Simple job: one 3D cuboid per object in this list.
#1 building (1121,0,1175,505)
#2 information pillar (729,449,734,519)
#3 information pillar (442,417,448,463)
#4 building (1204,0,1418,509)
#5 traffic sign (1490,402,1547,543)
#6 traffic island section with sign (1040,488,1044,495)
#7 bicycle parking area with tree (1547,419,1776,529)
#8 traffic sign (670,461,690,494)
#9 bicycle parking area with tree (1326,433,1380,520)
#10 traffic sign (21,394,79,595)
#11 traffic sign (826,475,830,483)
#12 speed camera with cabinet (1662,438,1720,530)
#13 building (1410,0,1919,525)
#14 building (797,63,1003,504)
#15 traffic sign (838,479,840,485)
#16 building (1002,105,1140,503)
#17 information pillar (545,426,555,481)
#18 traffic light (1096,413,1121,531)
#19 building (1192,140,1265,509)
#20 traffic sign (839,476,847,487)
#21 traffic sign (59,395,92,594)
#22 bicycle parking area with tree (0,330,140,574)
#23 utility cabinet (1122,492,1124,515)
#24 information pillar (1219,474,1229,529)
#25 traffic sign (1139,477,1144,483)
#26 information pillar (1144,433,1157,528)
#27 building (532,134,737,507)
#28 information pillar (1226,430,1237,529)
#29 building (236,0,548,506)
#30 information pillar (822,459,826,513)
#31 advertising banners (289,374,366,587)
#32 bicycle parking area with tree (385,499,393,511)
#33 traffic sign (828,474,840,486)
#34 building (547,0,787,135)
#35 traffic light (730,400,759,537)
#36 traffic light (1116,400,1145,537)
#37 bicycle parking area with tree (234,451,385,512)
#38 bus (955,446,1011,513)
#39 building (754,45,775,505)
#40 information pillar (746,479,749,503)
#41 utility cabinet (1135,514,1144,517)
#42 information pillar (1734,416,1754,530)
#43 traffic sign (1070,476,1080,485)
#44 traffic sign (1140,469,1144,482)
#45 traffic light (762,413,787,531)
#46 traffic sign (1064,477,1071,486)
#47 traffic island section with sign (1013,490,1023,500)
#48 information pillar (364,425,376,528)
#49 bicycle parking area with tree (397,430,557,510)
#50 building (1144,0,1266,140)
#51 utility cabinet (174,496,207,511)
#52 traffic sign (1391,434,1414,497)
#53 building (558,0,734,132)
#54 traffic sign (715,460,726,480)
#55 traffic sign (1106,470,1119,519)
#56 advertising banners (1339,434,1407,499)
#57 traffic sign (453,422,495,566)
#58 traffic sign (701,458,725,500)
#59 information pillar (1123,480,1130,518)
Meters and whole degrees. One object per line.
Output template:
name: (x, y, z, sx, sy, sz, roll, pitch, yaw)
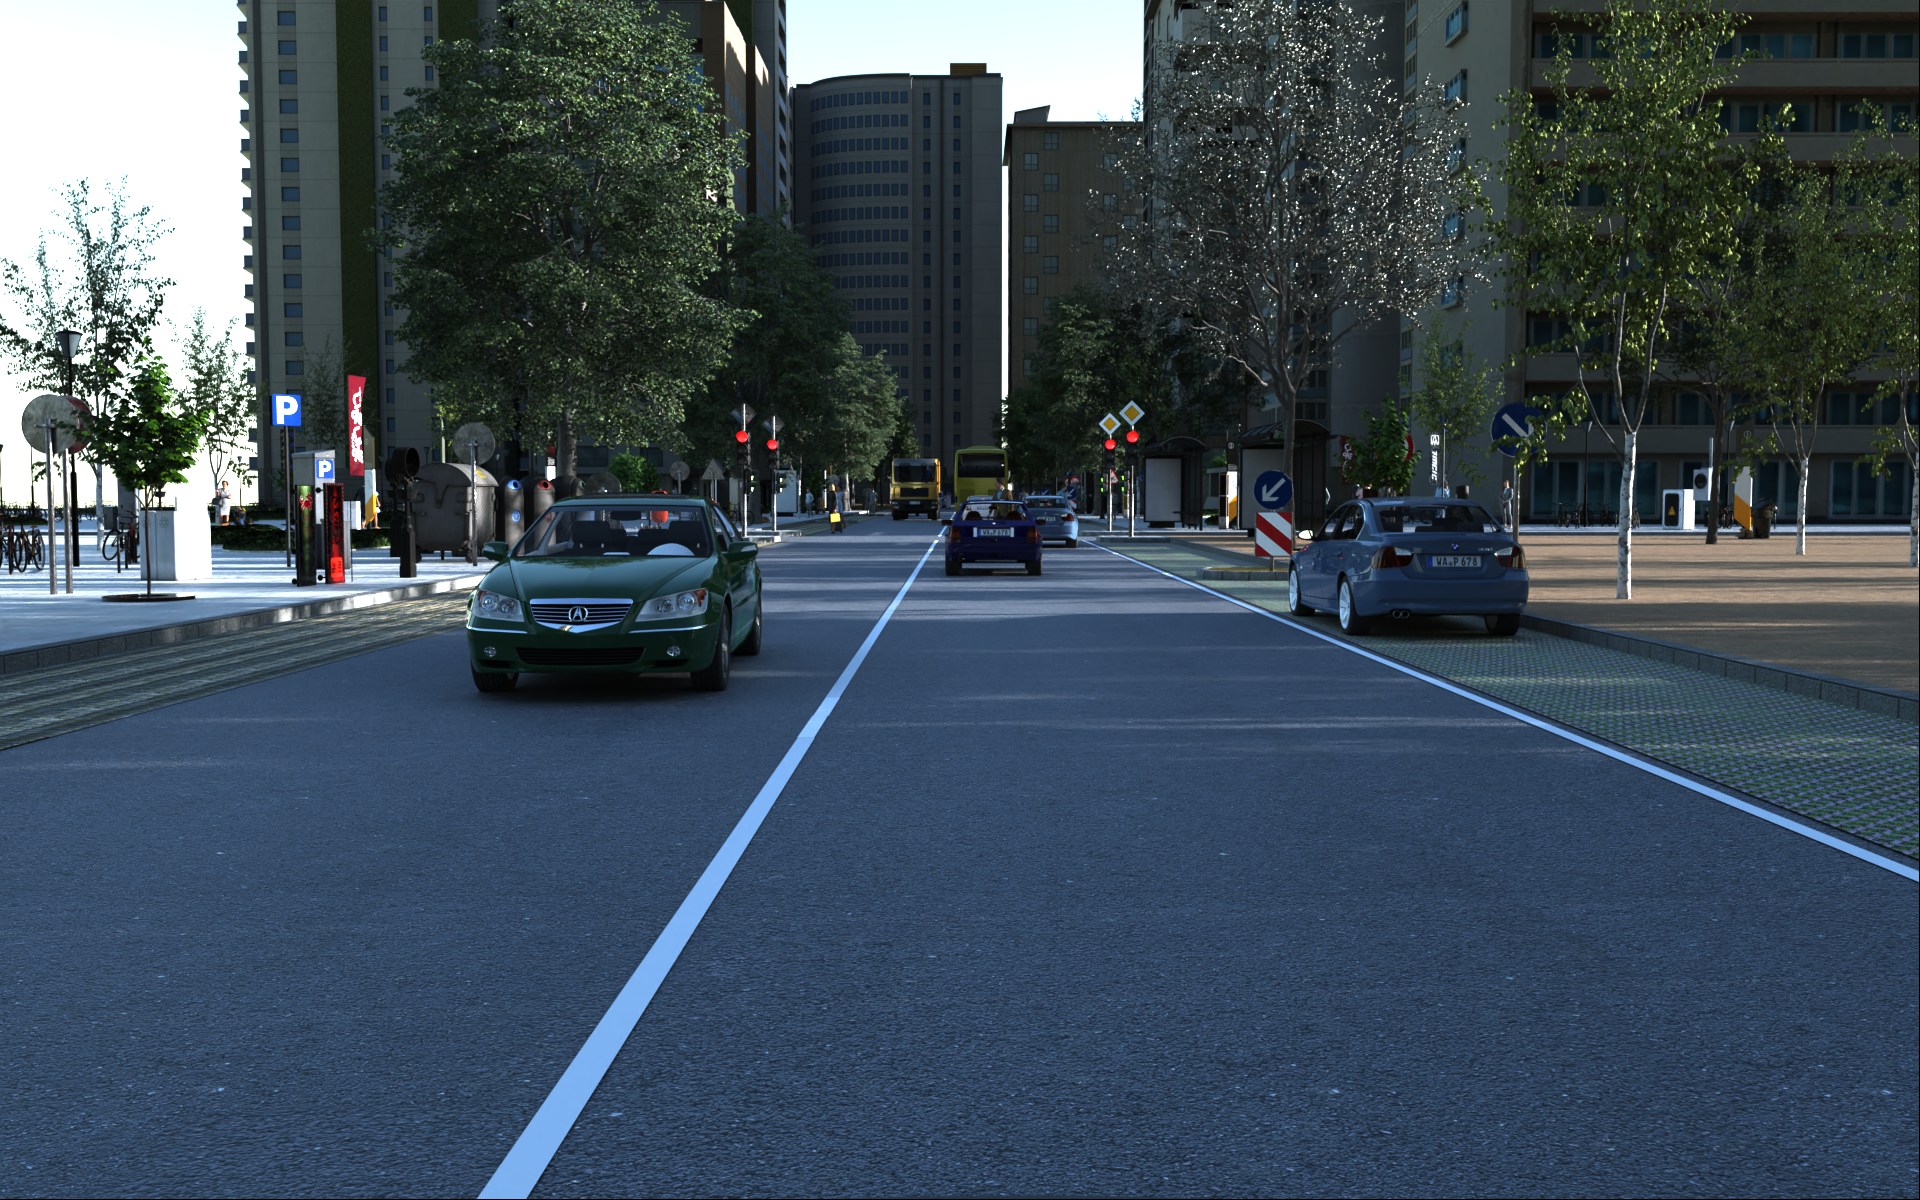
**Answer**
building: (28.829, -45.854, 187.957, 20.563, 71.187, 20.611, 0, 4, 0)
information pillar: (-11.551, -5.882, 87.531, 0.183, 3.616, 0.504, 1, 4, 16)
information pillar: (-15.558, -3.731, 52.354, 0.183, 3.616, 0.504, -2, 4, -26)
building: (33.132, -25.759, 113.043, 32.217, 40.220, 23.993, 0, 4, 0)
traffic sign: (7.750, -1.469, 24.122, 0.768, 2.556, 0.104, 0, 4, 4)
traffic island section with sign: (5.414, -6.416, 113.533, 1.989, 1.847, 2.006, 0, 4, 0)
bicycle parking area with tree: (26.890, -4.885, 66.872, 8.231, 4.147, 9.016, 1, 4, 22)
traffic sign: (-10.814, -4.083, 66.858, 0.768, 2.556, 0.104, 0, 4, 3)
bicycle parking area with tree: (18.428, -5.524, 77.312, 9.016, 4.147, 8.231, 1, 4, 23)
traffic sign: (-11.588, -1.343, 22.067, 0.768, 2.556, 0.104, 0, 4, 4)
traffic sign: (-8.660, -7.117, 116.461, 0.768, 2.556, 0.104, 0, 4, 5)
speed camera with cabinet: (25.994, -4.115, 61.614, 0.660, 3.252, 2.038, -2, 4, -24)
building: (33.135, -27.992, 81.374, 21.600, 48.544, 21.300, 0, 4, 0)
building: (-8.362, -42.710, 240.308, 28.212, 58.520, 21.231, 0, 4, 0)
traffic sign: (-8.709, -7.336, 120.041, 0.768, 2.556, 0.104, 0, 4, 3)
building: (19.950, -39.993, 243.127, 27.495, 52.752, 28.713, 0, 4, 0)
information pillar: (-12.368, -3.724, 52.248, 0.183, 3.616, 0.504, 1, 4, 14)
traffic light: (5.142, -4.334, 59.786, 0.839, 4.253, 0.868, 0, 4, 0)
building: (26.223, -22.791, 144.332, 14.160, 30.474, 14.107, 0, 4, 0)
traffic sign: (-8.268, -7.371, 120.620, 0.768, 2.556, 0.104, 0, 4, 5)
traffic sign: (-11.505, -1.357, 22.298, 0.768, 2.556, 0.104, 0, 4, 4)
bicycle parking area with tree: (-18.051, -2.610, 29.675, 8.231, 4.147, 9.016, -1, 4, -9)
utility cabinet: (9.970, -5.728, 102.325, 0.318, 1.500, 1.173, -1, 4, -19)
information pillar: (9.579, -3.573, 62.905, 0.304, 2.012, 0.304, 1, 4, 22)
traffic sign: (9.926, -5.669, 92.791, 0.768, 2.556, 0.104, 0, 4, 8)
information pillar: (7.293, -4.586, 66.334, 0.504, 3.616, 0.183, -1, 4, -9)
building: (-26.369, -22.660, 142.198, 14.160, 30.474, 14.107, 0, 4, 0)
information pillar: (10.032, -4.431, 63.807, 0.504, 3.616, 0.183, -1, 4, -19)
building: (-61.892, -39.581, 189.151, 28.212, 58.520, 21.231, 0, 4, 0)
information pillar: (-9.223, -7.684, 116.992, 0.183, 3.616, 0.504, -1, 4, -19)
advertising banners: (-8.977, -1.747, 24.744, 0.090, 3.025, 2.074, 1, 4, 10)
bicycle parking area with tree: (-30.520, -7.356, 107.278, 8.231, 4.147, 9.016, -2, 4, -26)
traffic sign: (-8.199, -6.868, 112.390, 0.768, 2.556, 0.104, 1, 4, 10)
building: (-33.227, -39.557, 188.750, 28.212, 58.520, 21.231, 0, 4, 0)
traffic light: (-6.454, -3.848, 51.834, 0.839, 4.253, 0.868, 0, 4, 0)
traffic light: (5.108, -3.846, 51.801, 0.839, 4.253, 0.868, 0, 4, 0)
bicycle parking area with tree: (-42.561, -7.919, 116.481, 8.231, 4.147, 9.016, 1, 4, 9)
bus: (1.153, -5.892, 87.887, 2.896, 3.916, 12.252, 0, 4, 1)
building: (-26.047, -31.841, 170.712, 14.600, 45.320, 14.200, 0, 4, 0)
information pillar: (-10.436, -4.967, 85.694, 0.304, 2.012, 0.304, -1, 4, -10)
utility cabinet: (10.020, -5.287, 95.116, 1.173, 1.500, 0.318, 2, 4, 31)
information pillar: (23.504, -3.704, 51.917, 0.504, 3.616, 0.183, 3, 4, 38)
traffic sign: (8.309, -7.659, 125.328, 0.768, 2.556, 0.104, 0, 4, 8)
traffic sign: (8.989, -5.053, 82.720, 0.768, 2.556, 0.104, 0, 4, 6)
traffic light: (-6.420, -4.336, 59.819, 0.839, 4.253, 0.868, 0, 4, 0)
traffic sign: (8.191, -7.971, 130.424, 0.768, 2.556, 0.104, 0, 4, 4)
traffic island section with sign: (5.732, -11.014, 188.700, 1.989, 1.847, 2.006, 0, 4, 0)
information pillar: (-20.092, -4.134, 58.943, 0.504, 3.616, 0.183, 3, 4, 36)
bicycle parking area with tree: (-19.987, -5.699, 80.187, 9.016, 4.147, 8.231, 0, 4, 7)
building: (33.054, -35.184, 164.494, 28.713, 52.752, 27.495, 0, 4, 0)
utility cabinet: (-27.039, -3.043, 60.917, 1.020, 1.237, 0.306, -3, 4, -36)
traffic sign: (8.410, -2.050, 33.624, 0.768, 2.556, 0.104, 0, 4, 3)
building: (-26.987, -30.955, 156.218, 14.600, 45.320, 14.200, 0, 4, 0)
traffic sign: (-9.319, -4.057, 66.062, 0.795, 2.593, 0.064, 1, 4, 9)
traffic sign: (7.942, -5.517, 90.202, 0.884, 2.594, 0.081, 0, 4, 4)
advertising banners: (12.038, -3.329, 50.622, 2.074, 3.025, 0.090, 2, 4, 33)
traffic sign: (-8.618, -1.871, 30.704, 0.768, 2.556, 0.104, 0, 4, 6)
traffic sign: (-8.964, -3.840, 62.795, 0.884, 2.594, 0.081, 0, 4, 7)
information pillar: (8.964, -5.399, 92.767, 0.304, 2.012, 0.304, 3, 5, 44)
